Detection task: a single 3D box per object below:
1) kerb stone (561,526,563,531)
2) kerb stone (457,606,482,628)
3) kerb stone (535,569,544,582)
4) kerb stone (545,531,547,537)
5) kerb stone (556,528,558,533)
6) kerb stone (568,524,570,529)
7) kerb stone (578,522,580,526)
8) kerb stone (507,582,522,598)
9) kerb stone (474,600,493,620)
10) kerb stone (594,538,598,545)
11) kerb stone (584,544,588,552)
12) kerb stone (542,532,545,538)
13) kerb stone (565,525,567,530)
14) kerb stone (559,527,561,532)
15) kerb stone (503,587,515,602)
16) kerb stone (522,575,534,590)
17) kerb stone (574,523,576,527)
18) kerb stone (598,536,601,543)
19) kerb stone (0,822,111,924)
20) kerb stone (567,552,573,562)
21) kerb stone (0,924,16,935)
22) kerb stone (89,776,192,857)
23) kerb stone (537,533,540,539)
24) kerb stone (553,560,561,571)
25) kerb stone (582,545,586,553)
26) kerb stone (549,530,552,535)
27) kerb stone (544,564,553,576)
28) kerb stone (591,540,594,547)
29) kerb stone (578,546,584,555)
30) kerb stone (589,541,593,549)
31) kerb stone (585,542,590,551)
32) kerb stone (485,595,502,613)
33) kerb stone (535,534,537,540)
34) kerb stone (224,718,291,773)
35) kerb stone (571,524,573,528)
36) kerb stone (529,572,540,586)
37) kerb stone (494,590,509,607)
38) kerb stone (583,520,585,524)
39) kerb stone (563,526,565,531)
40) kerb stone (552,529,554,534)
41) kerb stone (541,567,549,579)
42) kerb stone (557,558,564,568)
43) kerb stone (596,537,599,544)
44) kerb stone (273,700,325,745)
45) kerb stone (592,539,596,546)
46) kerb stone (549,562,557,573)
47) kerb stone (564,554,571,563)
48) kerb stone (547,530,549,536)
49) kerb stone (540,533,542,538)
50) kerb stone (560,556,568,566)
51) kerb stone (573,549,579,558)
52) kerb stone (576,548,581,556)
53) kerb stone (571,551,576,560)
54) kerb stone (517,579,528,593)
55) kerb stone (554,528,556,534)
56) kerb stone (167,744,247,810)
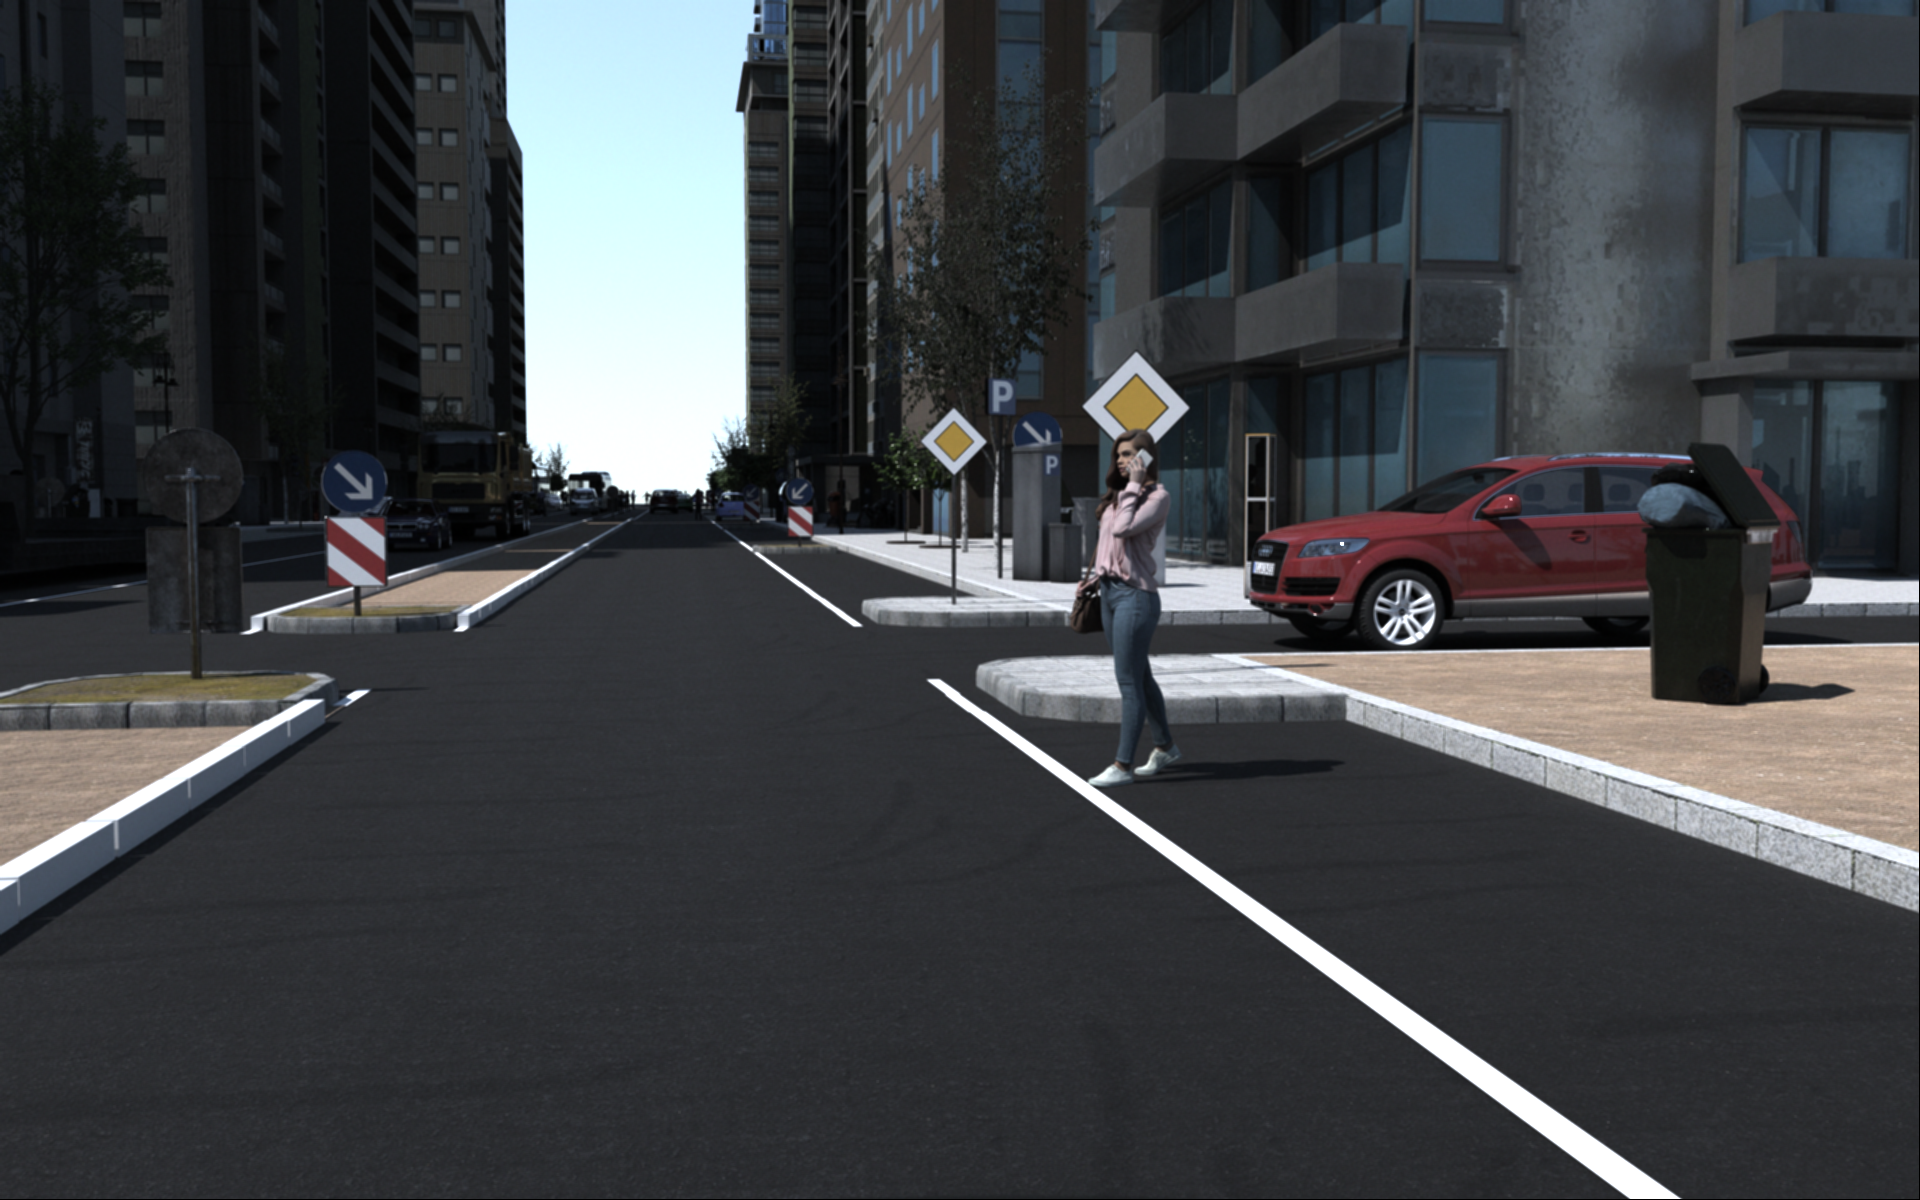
[{"bbox_3d":[-15.123,-2.626,65.160,0.120,0.150,1.000,-1,4,-9],"label":"kerb stone"},{"bbox_3d":[-5.387,0.201,18.988,0.120,0.150,1.000,-1,4,-9],"label":"kerb stone"},{"bbox_3d":[-6.884,-0.359,28.073,0.120,0.150,1.000,-1,4,-9],"label":"kerb stone"},{"bbox_3d":[-13.786,-2.127,57.055,0.120,0.150,1.000,-1,4,-9],"label":"kerb stone"},{"bbox_3d":[-14.617,-2.442,62.128,0.120,0.150,1.000,-1,4,-9],"label":"kerb stone"},{"bbox_3d":[-15.784,-2.875,69.194,0.120,0.150,1.000,-1,4,-9],"label":"kerb stone"},{"bbox_3d":[-16.948,-3.307,76.263,0.120,0.150,1.000,-1,4,-9],"label":"kerb stone"},{"bbox_3d":[-6.220,-0.112,24.038,0.120,0.150,1.000,-1,4,-9],"label":"kerb stone"},{"bbox_3d":[-5.544,0.134,20.002,0.120,0.150,1.000,-1,4,-9],"label":"kerb stone"},{"bbox_3d":[-10.044,-1.534,47.280,0.120,0.150,1.000,-1,4,-9],"label":"kerb stone"},{"bbox_3d":[-9.210,-1.222,42.215,0.120,0.150,1.000,-1,4,-9],"label":"kerb stone"},{"bbox_3d":[-13.617,-2.070,56.047,0.120,0.150,1.000,-1,4,-9],"label":"kerb stone"},{"bbox_3d":[-15.449,-2.750,67.177,0.120,0.150,1.000,-1,4,-9],"label":"kerb stone"},{"bbox_3d":[-14.958,-2.566,64.143,0.120,0.150,1.000,-1,4,-9],"label":"kerb stone"},{"bbox_3d":[-6.053,-0.044,23.030,0.120,0.150,1.000,-1,4,-9],"label":"kerb stone"},{"bbox_3d":[-6.545,-0.236,26.056,0.120,0.150,1.000,-1,4,-9],"label":"kerb stone"},{"bbox_3d":[-16.451,-3.120,73.238,0.120,0.150,1.000,-1,4,-9],"label":"kerb stone"},{"bbox_3d":[-10.375,-1.657,49.308,0.120,0.150,1.000,-1,4,-9],"label":"kerb stone"},{"bbox_3d":[-3.295,0.973,6.292,0.120,0.150,1.000,-1,4,-9],"label":"kerb stone"},{"bbox_3d":[-8.214,-0.853,36.145,0.120,0.150,1.000,-1,4,-9],"label":"kerb stone"},{"bbox_3d":[-3.124,1.041,5.284,0.120,0.150,1.000,-1,4,-9],"label":"kerb stone"},{"bbox_3d":[-3.457,0.911,7.308,0.120,0.150,1.000,-1,4,-9],"label":"kerb stone"},{"bbox_3d":[-13.285,-1.945,54.020,0.120,0.150,1.000,-1,4,-9],"label":"kerb stone"},{"bbox_3d":[-7.547,-0.606,32.110,0.120,0.150,1.000,-1,4,-9],"label":"kerb stone"},{"bbox_3d":[-9.046,-1.160,41.206,0.120,0.150,1.000,-1,4,-9],"label":"kerb stone"},{"bbox_3d":[-14.119,-2.257,59.090,0.120,0.150,1.000,-1,4,-9],"label":"kerb stone"},{"bbox_3d":[-7.209,-0.482,30.094,0.120,0.150,1.000,-1,4,-9],"label":"kerb stone"},{"bbox_3d":[-9.714,-1.410,45.253,0.120,0.150,1.000,-1,4,-9],"label":"kerb stone"},{"bbox_3d":[-8.878,-1.101,40.198,0.120,0.150,1.000,-1,4,-9],"label":"kerb stone"},{"bbox_3d":[-9.537,-1.348,44.239,0.120,0.150,1.000,-1,4,-9],"label":"kerb stone"},{"bbox_3d":[-9.379,-1.286,43.223,0.120,0.150,1.000,-1,4,-9],"label":"kerb stone"},{"bbox_3d":[-5.704,0.072,21.012,0.120,0.150,1.000,-1,4,-9],"label":"kerb stone"},{"bbox_3d":[-13.112,-1.885,53.010,0.120,0.150,1.000,-1,4,-9],"label":"kerb stone"},{"bbox_3d":[-3.792,0.787,9.329,0.120,0.150,1.000,-1,4,-9],"label":"kerb stone"},{"bbox_3d":[-16.119,-2.998,71.210,0.120,0.150,1.000,-1,4,-9],"label":"kerb stone"},{"bbox_3d":[-6.705,-0.295,27.067,0.120,0.150,1.000,-1,4,-9],"label":"kerb stone"},{"bbox_3d":[-5.876,0.011,22.019,0.120,0.150,1.000,-1,4,-9],"label":"kerb stone"},{"bbox_3d":[-17.613,-3.554,80.307,0.120,0.150,1.000,-1,4,-9],"label":"kerb stone"},{"bbox_3d":[-15.285,-2.689,66.169,0.120,0.150,1.000,-1,4,-9],"label":"kerb stone"},{"bbox_3d":[-14.289,-2.318,60.102,0.120,0.150,1.000,-1,4,-9],"label":"kerb stone"},{"bbox_3d":[-7.045,-0.419,29.083,0.120,0.150,1.000,-1,4,-9],"label":"kerb stone"},{"bbox_3d":[-7.717,-0.668,33.117,0.120,0.150,1.000,-1,4,-9],"label":"kerb stone"},{"bbox_3d":[-10.211,-1.595,48.288,0.120,0.150,1.000,-1,4,-9],"label":"kerb stone"},{"bbox_3d":[-3.954,0.728,10.341,0.120,0.150,1.000,-1,4,-9],"label":"kerb stone"},{"bbox_3d":[-9.880,-1.471,46.270,0.120,0.150,1.000,-1,4,-9],"label":"kerb stone"},{"bbox_3d":[-7.380,-0.538,31.102,0.120,0.150,1.000,-1,4,-9],"label":"kerb stone"},{"bbox_3d":[-8.044,-0.792,35.137,0.120,0.150,1.000,-1,4,-9],"label":"kerb stone"},{"bbox_3d":[-13.957,-2.192,58.077,0.120,0.150,1.000,-1,4,-9],"label":"kerb stone"},{"bbox_3d":[-13.455,-2.009,55.038,0.120,0.150,1.000,-1,4,-9],"label":"kerb stone"},{"bbox_3d":[-7.877,-0.730,34.127,0.120,0.150,1.000,-1,4,-9],"label":"kerb stone"},{"bbox_3d":[-8.546,-0.977,38.169,0.120,0.150,1.000,-1,4,-9],"label":"kerb stone"},{"bbox_3d":[-8.711,-1.039,39.186,0.120,0.150,1.000,-1,4,-9],"label":"kerb stone"},{"bbox_3d":[-8.375,-0.915,37.156,0.120,0.150,1.000,-1,4,-9],"label":"kerb stone"},{"bbox_3d":[-6.385,-0.174,25.046,0.120,0.150,1.000,-1,4,-9],"label":"kerb stone"},{"bbox_3d":[-14.460,-2.378,61.117,0.120,0.150,1.000,-1,4,-9],"label":"kerb stone"},{"bbox_3d":[-3.622,0.849,8.317,0.120,0.150,1.000,-1,4,-9],"label":"kerb stone"}]
